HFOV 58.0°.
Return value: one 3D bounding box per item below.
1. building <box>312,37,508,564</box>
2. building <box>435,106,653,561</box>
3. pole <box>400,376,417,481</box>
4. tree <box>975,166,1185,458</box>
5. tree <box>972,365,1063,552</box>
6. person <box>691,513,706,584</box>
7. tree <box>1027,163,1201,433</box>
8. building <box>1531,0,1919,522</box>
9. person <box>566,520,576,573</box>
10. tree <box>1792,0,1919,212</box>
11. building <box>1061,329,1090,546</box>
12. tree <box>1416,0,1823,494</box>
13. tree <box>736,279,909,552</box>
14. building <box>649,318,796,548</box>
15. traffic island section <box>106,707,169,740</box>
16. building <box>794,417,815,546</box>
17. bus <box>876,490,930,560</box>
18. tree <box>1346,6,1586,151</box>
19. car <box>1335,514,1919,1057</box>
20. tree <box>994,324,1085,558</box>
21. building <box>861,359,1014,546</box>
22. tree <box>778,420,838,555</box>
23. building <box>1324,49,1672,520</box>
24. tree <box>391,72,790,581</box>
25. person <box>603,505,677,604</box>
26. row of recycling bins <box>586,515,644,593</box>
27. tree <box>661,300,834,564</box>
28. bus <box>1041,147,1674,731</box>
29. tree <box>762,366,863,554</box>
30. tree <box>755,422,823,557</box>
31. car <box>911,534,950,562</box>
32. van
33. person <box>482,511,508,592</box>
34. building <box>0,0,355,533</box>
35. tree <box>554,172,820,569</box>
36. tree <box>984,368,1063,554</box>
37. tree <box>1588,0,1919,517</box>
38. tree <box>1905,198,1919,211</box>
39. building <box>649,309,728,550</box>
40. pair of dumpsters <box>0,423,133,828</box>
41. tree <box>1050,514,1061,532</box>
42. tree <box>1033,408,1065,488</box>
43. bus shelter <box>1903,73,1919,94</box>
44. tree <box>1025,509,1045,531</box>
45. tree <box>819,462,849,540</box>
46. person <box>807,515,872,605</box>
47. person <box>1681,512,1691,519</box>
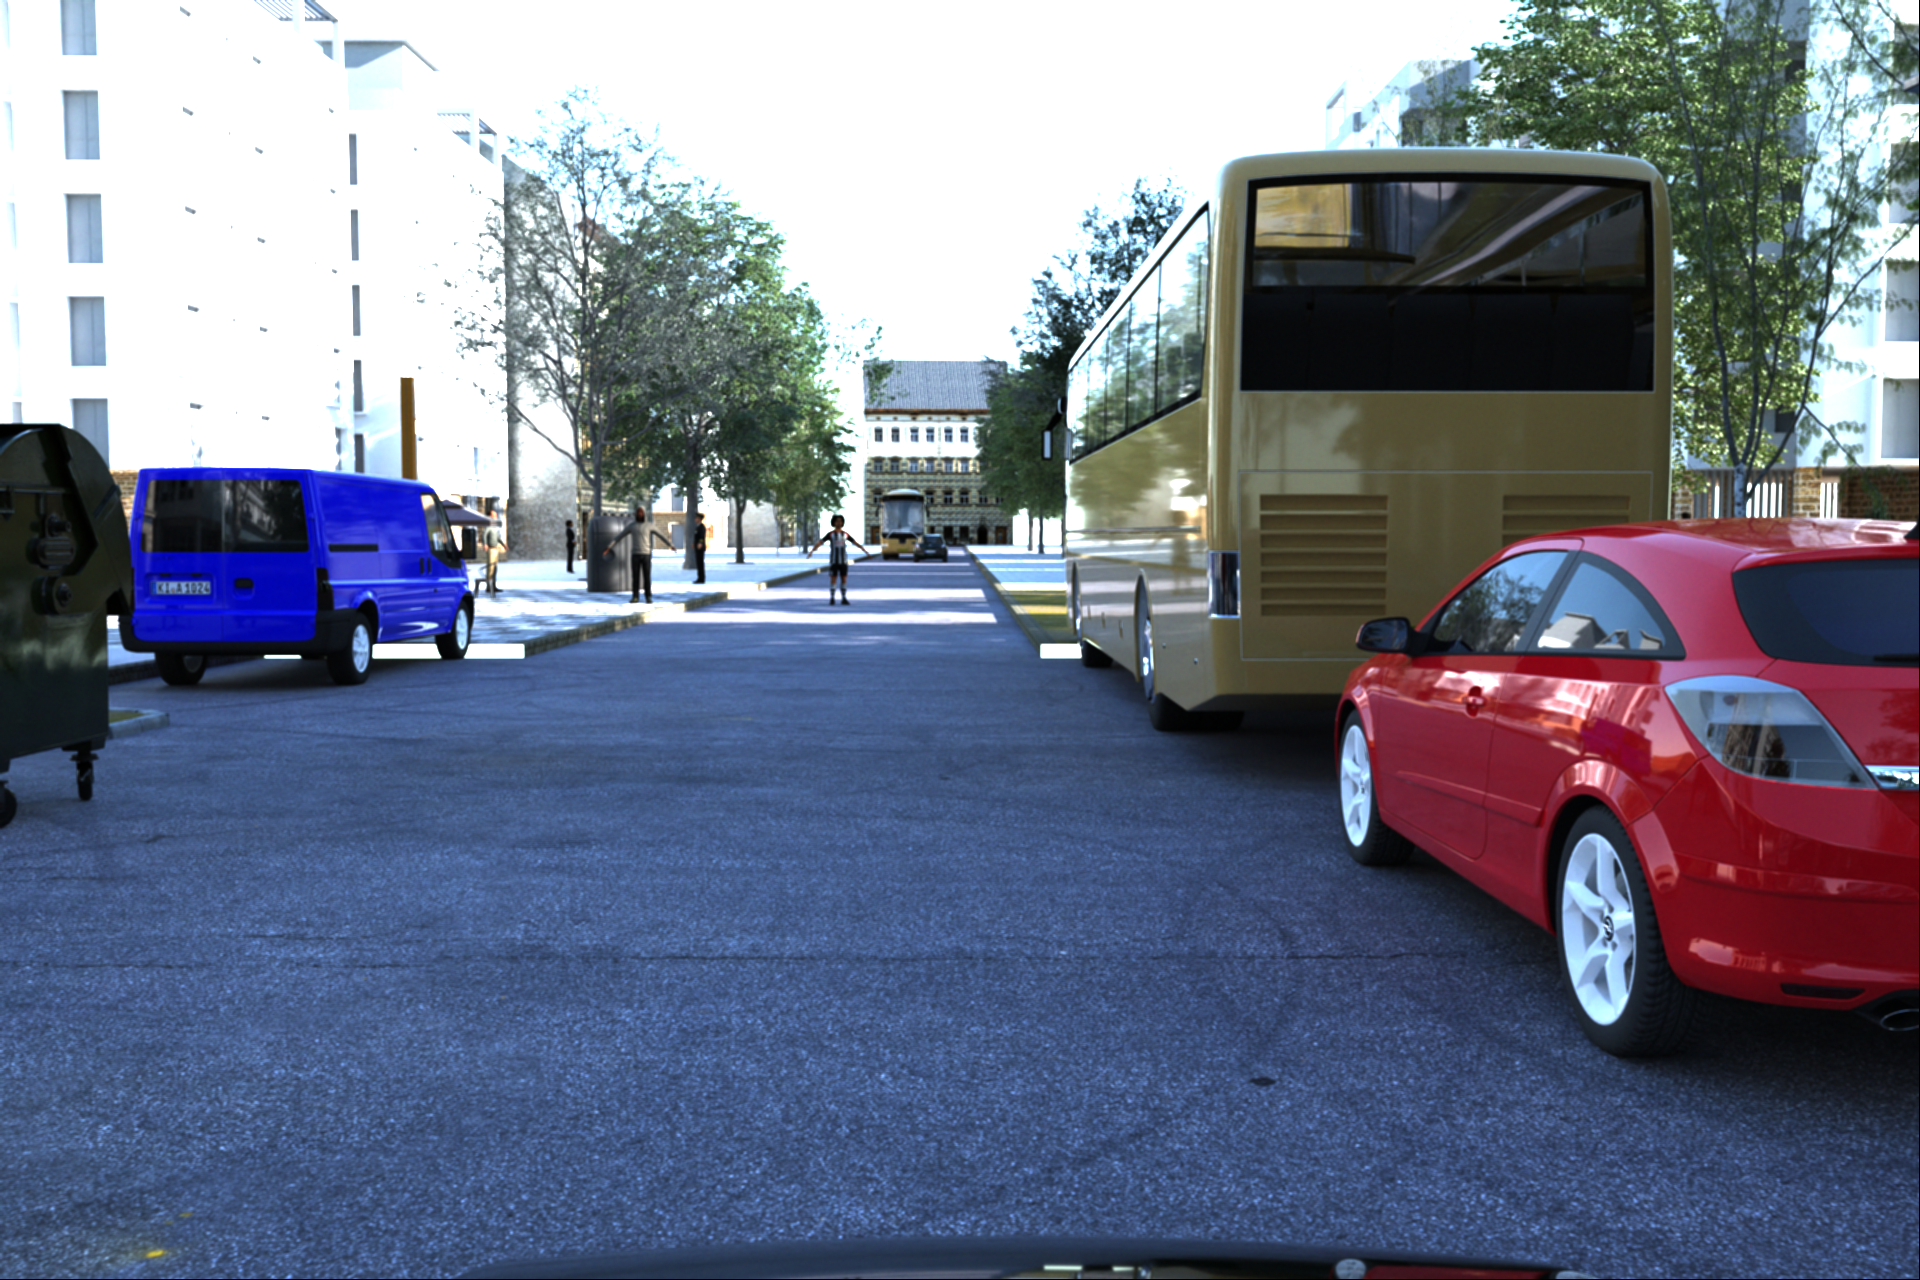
[{"bbox_3d":[-26.024,-12.902,67.373,16.016,20.090,11.380,0,4,0],"label":"building"},{"bbox_3d":[-27.216,-15.892,90.761,19.493,23.208,18.063,0,4,1],"label":"building"},{"bbox_3d":[-7.159,-1.755,22.545,0.158,3.312,0.155,0,3,0],"label":"pole"},{"bbox_3d":[5.633,-9.077,58.776,12.009,13.543,11.850,0,3,0],"label":"tree"},{"bbox_3d":[5.282,-13.455,126.636,9.857,13.997,8.962,0,3,0],"label":"tree"},{"bbox_3d":[-6.768,-2.383,44.905,0.705,1.837,1.347,-1,4,-16],"label":"person"},{"bbox_3d":[5.322,-6.744,44.681,8.767,10.594,7.601,2,4,33],"label":"tree"},{"bbox_3d":[23.710,-12.142,54.949,16.016,20.090,11.380,0,4,0],"label":"building"},{"bbox_3d":[-12.743,-3.074,56.976,0.721,1.740,1.216,-1,4,-18],"label":"person"},{"bbox_3d":[8.557,-3.756,11.781,4.360,8.622,3.978,0,3,0],"label":"tree"},{"bbox_3d":[24.724,-21.035,187.902,27.936,21.610,32.646,0,4,-1],"label":"building"},{"bbox_3d":[11.960,-6.983,32.301,7.486,12.596,7.792,0,3,0],"label":"tree"},{"bbox_3d":[-10.124,-16.608,127.433,12.611,20.169,13.585,0,3,0],"label":"tree"},{"bbox_3d":[-25.729,-20.413,164.682,19.493,23.208,18.063,0,4,-1],"label":"building"},{"bbox_3d":[-6.916,0.635,12.491,1.991,0.108,1.994,0,4,-1],"label":"traffic island section"},{"bbox_3d":[-25.966,-21.976,190.229,19.493,23.208,18.063,0,4,0],"label":"building"},{"bbox_3d":[-3.095,-6.614,99.693,2.896,3.916,12.252,0,4,0],"label":"bus"},{"bbox_3d":[7.315,-4.571,25.100,4.360,8.622,3.978,0,3,0],"label":"tree"},{"bbox_3d":[2.619,0.171,6.244,2.155,1.783,4.494,0,4,-1],"label":"car"},{"bbox_3d":[5.691,-10.677,92.693,7.486,12.596,7.792,0,3,0],"label":"tree"},{"bbox_3d":[-3.188,-23.457,216.912,18.063,23.208,19.493,0,4,-4],"label":"building"},{"bbox_3d":[-9.904,-9.526,106.111,4.360,8.622,3.978,0,3,0],"label":"tree"},{"bbox_3d":[20.630,-13.270,73.390,16.016,20.090,11.380,0,3,0],"label":"building"},{"bbox_3d":[-10.026,-8.369,47.202,12.009,13.543,11.850,0,3,0],"label":"tree"},{"bbox_3d":[-5.879,-1.577,31.917,1.348,1.813,0.705,0,4,-2],"label":"person"},{"bbox_3d":[-7.730,-1.979,39.473,1.069,1.692,3.534,0,4,1],"label":"row of recycling bins"},{"bbox_3d":[-9.460,-9.122,74.900,9.928,11.665,9.643,0,3,0],"label":"tree"},{"bbox_3d":[2.540,-1.462,15.450,2.896,3.916,12.252,0,4,-1],"label":"bus"},{"bbox_3d":[-10.066,-11.972,113.871,7.486,12.596,7.792,0,3,0],"label":"tree"},{"bbox_3d":[-10.075,-8.965,96.935,4.737,8.622,4.395,0,3,0],"label":"tree"},{"bbox_3d":[-1.497,-4.830,88.761,2.009,1.686,4.222,0,3,0],"label":"car"},{"bbox_3d":[-6.623,-0.840,18.111,2.240,2.365,5.245,0,3,0],"label":"van"},{"bbox_3d":[-10.308,-1.954,38.219,0.705,1.796,1.348,0,4,5],"label":"person"},{"bbox_3d":[-26.990,-11.828,49.804,16.016,20.090,11.380,0,4,0],"label":"building"},{"bbox_3d":[-9.673,-9.547,62.752,9.857,13.997,8.962,0,3,0],"label":"tree"},{"bbox_3d":[5.059,-11.928,113.153,7.486,12.596,7.792,0,3,0],"label":"tree"},{"bbox_3d":[8.653,-4.208,19.168,4.360,8.622,3.978,0,3,0],"label":"tree"},{"bbox_3d":[16.421,-6.363,22.162,7.486,12.596,7.792,0,3,0],"label":"tree"},{"bbox_3d":[-25.505,-17.392,140.785,16.016,20.090,11.380,0,4,-1],"label":"building"},{"bbox_3d":[-6.720,-0.232,8.750,4.436,2.255,1.574,0,4,0],"label":"pair of dumpsters"},{"bbox_3d":[12.577,-16.370,218.013,4.737,8.622,4.395,0,3,0],"label":"tree"},{"bbox_3d":[5.207,-8.269,85.555,4.360,8.622,3.978,0,3,0],"label":"tree"},{"bbox_3d":[5.769,-0.902,6.034,1.731,3.624,6.357,0,4,0],"label":"bus shelter"},{"bbox_3d":[10.179,-16.037,212.563,4.360,8.622,3.978,0,3,0],"label":"tree"},{"bbox_3d":[-17.319,-17.297,217.212,7.601,10.594,8.767,0,4,-8],"label":"tree"},{"bbox_3d":[-2.457,-1.619,35.069,1.345,1.843,0.704,-1,4,-17],"label":"person"},{"bbox_3d":[17.531,-2.186,41.922,1.347,1.806,0.705,-1,4,-19],"label":"person"}]
